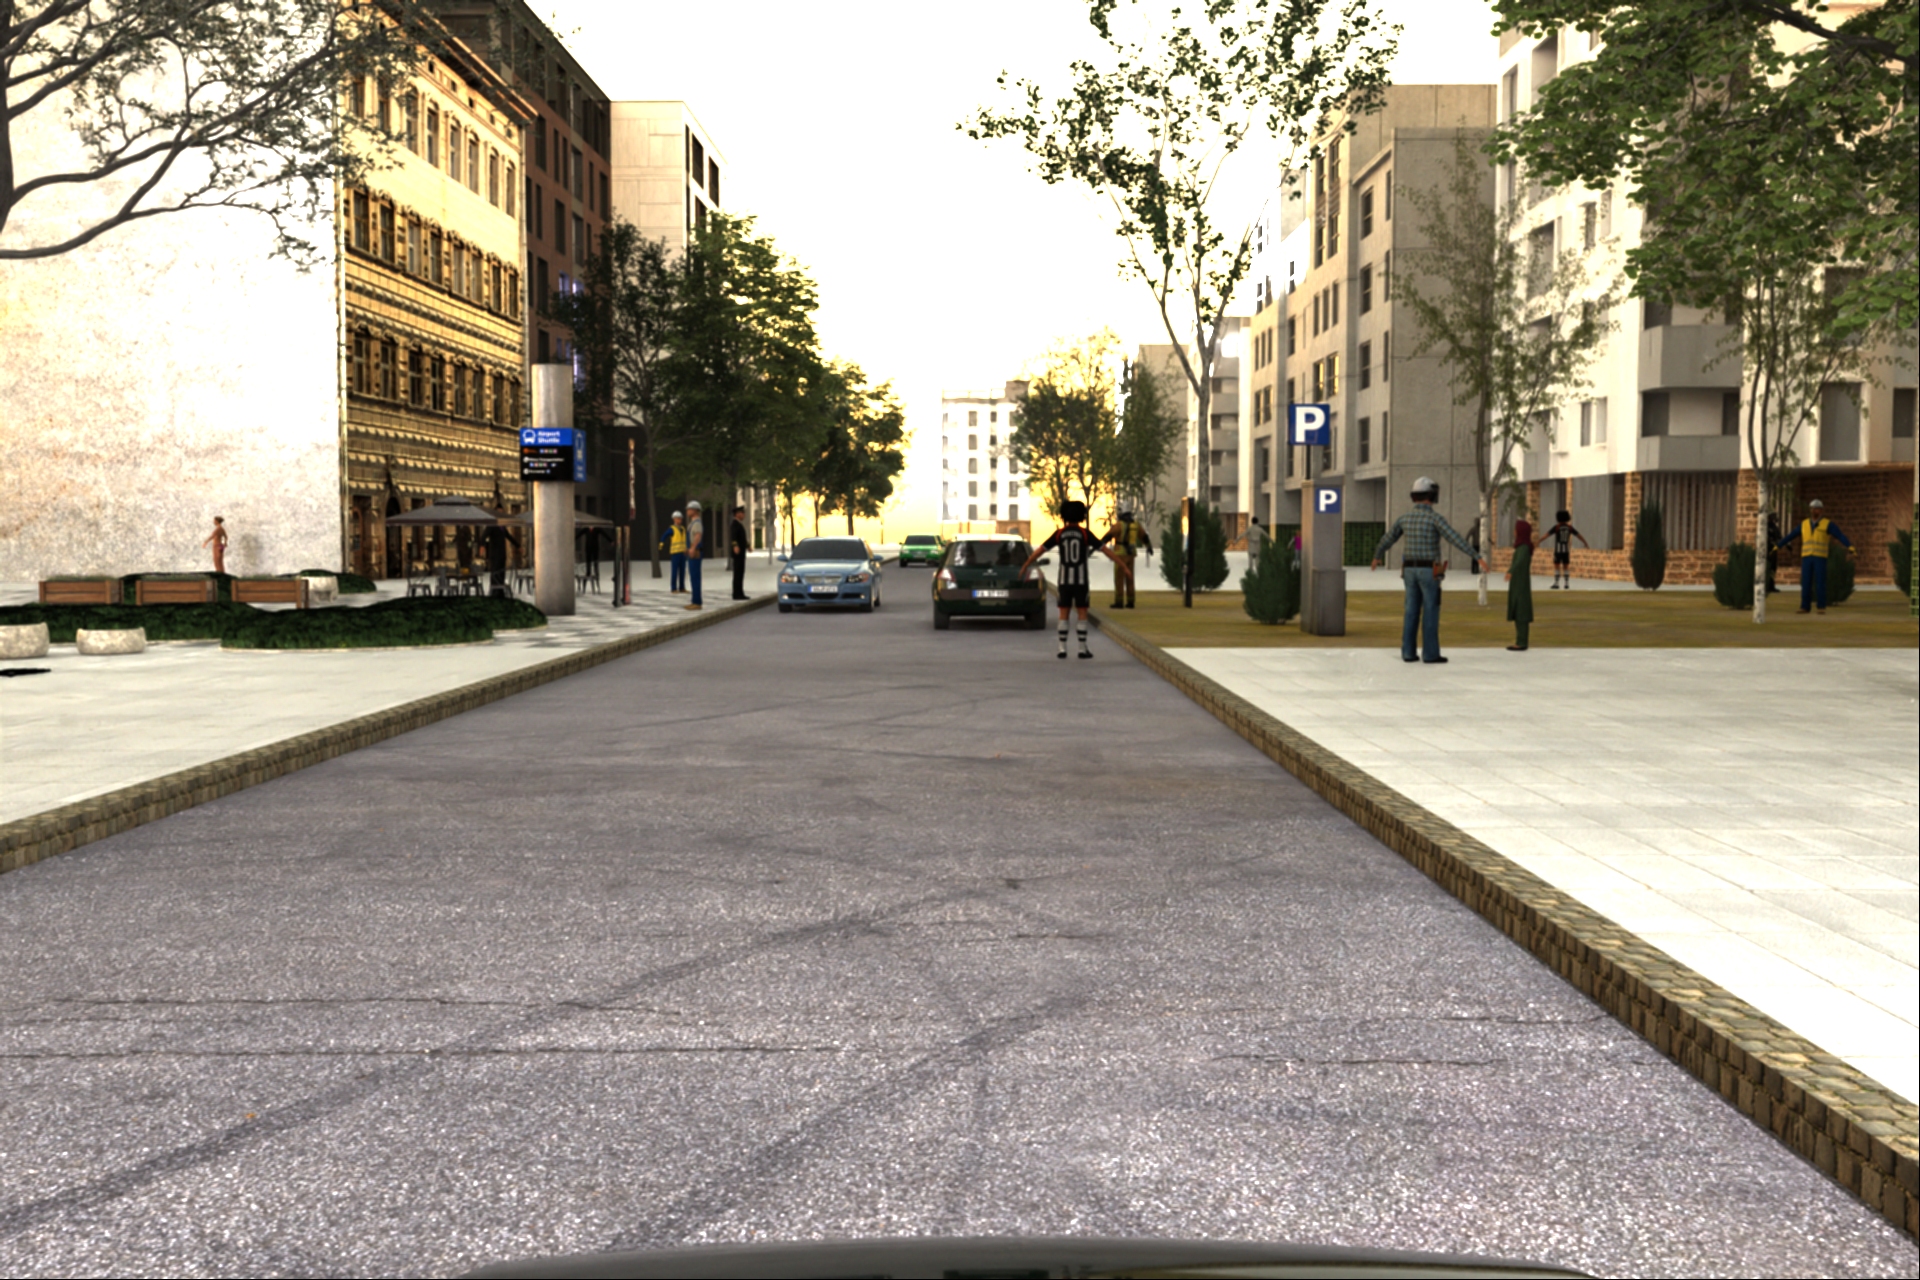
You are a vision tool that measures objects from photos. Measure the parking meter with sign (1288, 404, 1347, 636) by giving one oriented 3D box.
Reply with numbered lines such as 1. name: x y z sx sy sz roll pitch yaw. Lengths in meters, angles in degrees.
1. parking meter with sign: 4.679 -1.604 22.480 0.543 3.016 1.738 0 3 0

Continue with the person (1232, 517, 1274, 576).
1. person: 9.073 -2.890 53.446 1.347 1.806 0.705 0 4 -8

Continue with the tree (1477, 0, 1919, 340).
1. tree: 7.352 -5.731 11.835 7.486 12.596 7.792 0 3 0

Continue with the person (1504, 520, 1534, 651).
1. person: 6.149 -0.609 19.172 0.599 1.438 0.989 2 4 26

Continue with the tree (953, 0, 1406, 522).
1. tree: 5.986 -12.030 52.575 12.611 20.169 13.585 0 3 0

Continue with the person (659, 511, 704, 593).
1. person: -6.046 -1.898 37.490 0.721 1.772 1.216 3 5 40

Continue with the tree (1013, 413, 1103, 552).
1. tree: 7.477 -12.084 123.326 9.928 11.665 9.643 0 3 0

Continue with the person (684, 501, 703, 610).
1. person: -4.541 -1.444 29.470 0.705 1.847 1.347 -1 4 -13

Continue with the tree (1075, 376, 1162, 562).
1. tree: 6.947 -7.947 80.300 4.360 8.622 3.978 0 3 0

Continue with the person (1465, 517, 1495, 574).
1. person: 16.573 -3.014 55.413 1.348 1.813 0.705 -2 4 -33

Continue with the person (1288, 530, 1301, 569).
1. person: 11.550 -3.036 58.897 0.991 1.433 0.599 -2 4 -25

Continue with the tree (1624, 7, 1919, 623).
1. tree: 11.305 -4.552 24.795 4.360 8.622 3.978 0 3 0

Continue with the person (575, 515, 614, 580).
1. person: -10.177 -2.550 47.882 1.347 1.806 0.705 0 4 -1

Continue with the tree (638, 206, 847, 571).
1. tree: -7.614 -8.710 60.529 7.486 12.596 7.792 0 3 0

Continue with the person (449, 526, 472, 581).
1. person: -13.639 -2.528 47.475 0.704 1.812 1.346 -3 5 -39

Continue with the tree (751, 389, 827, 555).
1. tree: -8.386 -8.022 81.517 4.360 8.622 3.978 0 3 0

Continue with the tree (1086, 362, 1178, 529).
1. tree: 7.414 -7.597 74.570 4.737 8.622 4.395 0 3 0

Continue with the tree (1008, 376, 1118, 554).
1. tree: 6.749 -11.456 113.057 9.928 11.665 9.643 0 3 0

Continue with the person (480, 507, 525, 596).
1. person: -8.844 -1.653 33.252 0.704 1.802 1.346 1 4 21

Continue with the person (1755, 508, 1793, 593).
1. person: 17.838 -1.976 38.091 1.354 1.856 0.705 -2 4 -35

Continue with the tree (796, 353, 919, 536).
1. tree: -7.646 -13.120 121.170 9.857 13.997 8.962 0 3 0

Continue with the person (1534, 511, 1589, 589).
1. person: 14.124 -2.112 40.667 1.345 1.843 0.704 0 4 0

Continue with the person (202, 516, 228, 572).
1. person: -18.940 -2.279 44.069 0.721 1.733 1.217 0 4 2

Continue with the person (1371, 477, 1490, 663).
1. person: 4.650 -0.703 17.331 0.704 1.849 1.345 -3 5 -42

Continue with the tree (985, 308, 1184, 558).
1. tree: 6.966 -11.197 93.442 12.009 13.543 11.850 0 3 0

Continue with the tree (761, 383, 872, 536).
1. tree: -8.839 -10.356 103.729 7.601 10.594 8.767 -3 5 -43

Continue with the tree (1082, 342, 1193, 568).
1. tree: 7.338 -7.067 65.910 4.360 8.622 3.978 0 3 0

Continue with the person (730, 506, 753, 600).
1. person: -4.302 -1.710 33.893 0.705 1.837 1.347 0 4 5

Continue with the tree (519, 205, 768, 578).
1. tree: -9.161 -7.073 50.052 7.601 10.594 8.767 -1 4 -11

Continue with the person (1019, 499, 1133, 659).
1. person: 1.318 -0.697 20.004 1.345 1.843 0.704 1 4 14

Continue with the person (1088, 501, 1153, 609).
1. person: 2.829 -1.479 29.944 1.354 1.858 0.705 -2 4 -30

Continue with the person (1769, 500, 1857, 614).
1. person: 13.784 -1.345 27.952 0.705 1.833 1.349 -3 5 -44

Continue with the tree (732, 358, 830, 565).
1. tree: -8.068 -7.466 72.425 4.360 8.622 3.978 0 3 0

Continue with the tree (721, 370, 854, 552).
1. tree: -8.929 -9.491 89.585 7.601 10.594 8.767 0 4 0
